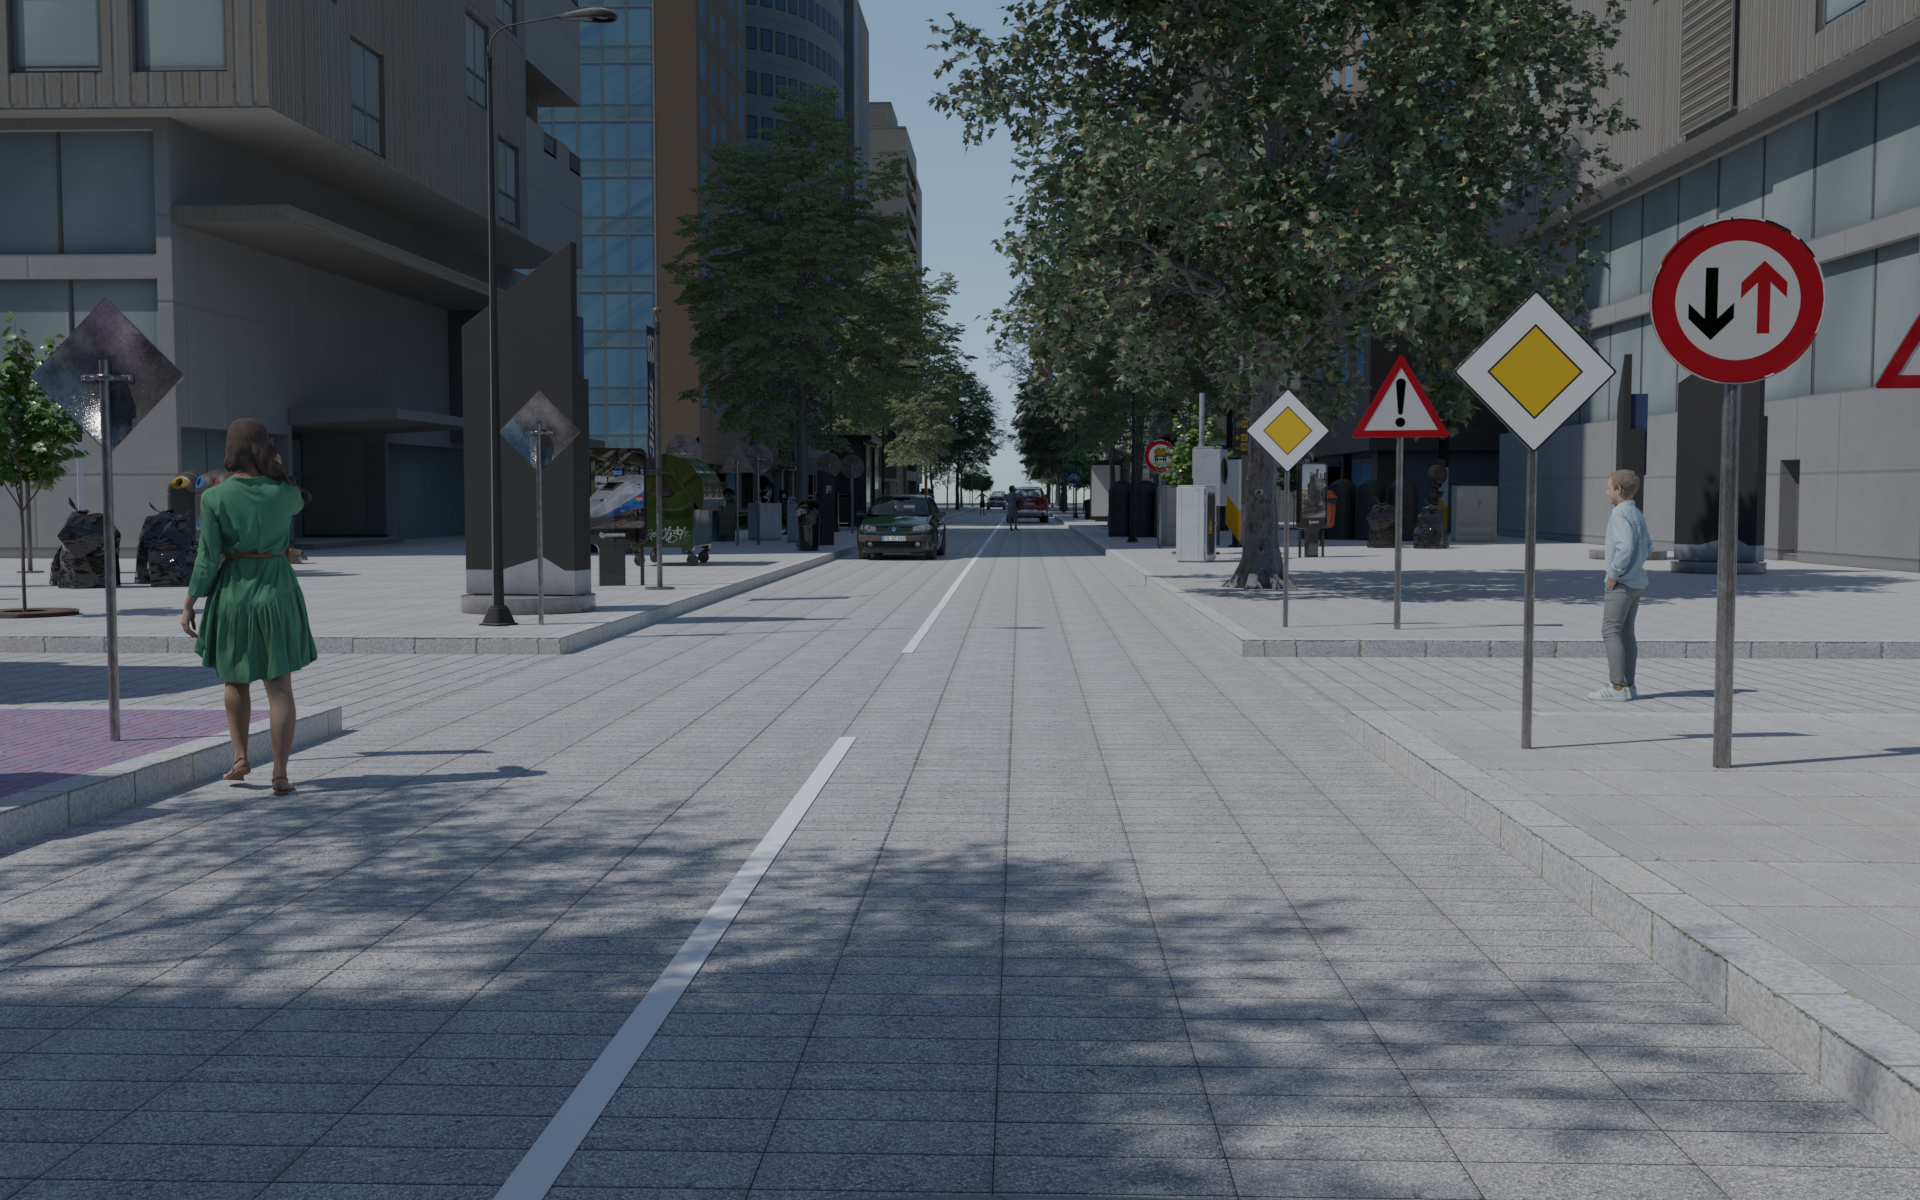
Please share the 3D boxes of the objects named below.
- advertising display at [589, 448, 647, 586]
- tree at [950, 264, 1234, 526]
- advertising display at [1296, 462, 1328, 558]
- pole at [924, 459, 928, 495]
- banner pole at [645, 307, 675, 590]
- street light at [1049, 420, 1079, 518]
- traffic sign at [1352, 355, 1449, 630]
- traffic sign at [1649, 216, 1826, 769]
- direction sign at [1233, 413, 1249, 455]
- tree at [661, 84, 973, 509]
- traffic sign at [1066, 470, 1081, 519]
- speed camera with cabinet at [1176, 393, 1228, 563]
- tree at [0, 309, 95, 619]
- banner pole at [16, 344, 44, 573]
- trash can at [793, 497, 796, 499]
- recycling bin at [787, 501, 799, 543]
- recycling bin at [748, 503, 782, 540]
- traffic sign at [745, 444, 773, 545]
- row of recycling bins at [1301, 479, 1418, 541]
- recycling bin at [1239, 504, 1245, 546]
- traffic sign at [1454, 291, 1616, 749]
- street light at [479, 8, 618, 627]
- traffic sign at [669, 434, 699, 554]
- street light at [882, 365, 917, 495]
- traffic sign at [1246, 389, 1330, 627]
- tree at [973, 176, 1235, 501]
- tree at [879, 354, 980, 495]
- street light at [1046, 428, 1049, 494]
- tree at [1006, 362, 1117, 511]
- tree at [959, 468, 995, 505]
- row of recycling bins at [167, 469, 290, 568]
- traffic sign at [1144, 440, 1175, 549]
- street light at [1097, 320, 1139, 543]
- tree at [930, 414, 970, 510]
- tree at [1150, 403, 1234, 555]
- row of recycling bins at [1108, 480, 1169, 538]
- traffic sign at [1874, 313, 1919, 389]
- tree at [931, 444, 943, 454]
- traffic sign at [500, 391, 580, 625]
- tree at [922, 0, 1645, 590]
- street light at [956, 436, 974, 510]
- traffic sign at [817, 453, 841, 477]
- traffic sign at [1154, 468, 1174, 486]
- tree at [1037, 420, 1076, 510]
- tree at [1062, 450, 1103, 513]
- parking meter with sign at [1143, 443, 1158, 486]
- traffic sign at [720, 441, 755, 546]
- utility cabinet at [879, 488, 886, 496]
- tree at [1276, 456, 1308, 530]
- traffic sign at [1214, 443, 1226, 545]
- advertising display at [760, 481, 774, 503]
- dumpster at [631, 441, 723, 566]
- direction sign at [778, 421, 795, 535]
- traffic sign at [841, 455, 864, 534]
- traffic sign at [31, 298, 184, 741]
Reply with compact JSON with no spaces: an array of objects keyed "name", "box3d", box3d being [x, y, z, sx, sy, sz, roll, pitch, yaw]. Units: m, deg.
[{"name":"advertising display","box3d":[-4.862,-1.159,24.160,0.974,1.923,0.123,-1,4,-19]},{"name":"tree","box3d":[6.103,-9.679,68.628,12.009,13.543,11.850,0,3,0]},{"name":"advertising display","box3d":[7.143,-1.832,35.163,0.123,1.923,0.974,3,5,44]},{"name":"pole","box3d":[-1.653,-5.529,84.240,0.158,3.312,0.155,0,3,0]},{"name":"banner pole","box3d":[-4.055,-2.017,22.994,0.401,3.779,0.863,0,4,3]},{"name":"street light","box3d":[5.603,-7.280,91.575,1.470,5.913,1.316,0,4,2]},{"name":"traffic sign","box3d":[4.140,-0.999,16.330,0.884,2.594,0.081,1,4,10]},{"name":"traffic sign","box3d":[3.577,-0.486,8.053,0.768,2.556,0.104,1,4,9]},{"name":"direction sign","box3d":[5.922,-2.628,34.960,0.876,3.537,0.379,-1,4,-12]},{"name":"tree","box3d":[-4.440,-7.950,48.114,7.486,12.596,7.792,0,3,0]},{"name":"traffic sign","box3d":[5.944,-5.527,90.467,0.768,2.556,0.104,1,4,9]},{"name":"speed camera with cabinet","box3d":[4.670,-2.380,33.253,0.660,3.252,2.038,1,4,20]},{"name":"tree","box3d":[-9.968,-1.451,18.323,1.663,3.219,1.824,0,3,0]},{"name":"banner pole","box3d":[-15.046,-2.318,27.914,0.401,3.779,0.863,-2,4,-28]},{"name":"trash can","box3d":[-8.595,-4.752,89.351,0.748,1.137,0.748,0,3,0]},{"name":"recycling bin","box3d":[-4.111,-2.044,45.970,0.722,1.027,0.722,-3,4,-36]},{"name":"recycling bin","box3d":[-5.453,-2.191,48.381,0.722,1.027,0.722,-2,4,-35]},{"name":"traffic sign","box3d":[-5.103,-2.671,43.783,0.768,2.556,0.104,1,4,10]},{"name":"row of recycling bins","box3d":[11.130,-2.524,48.387,3.534,1.692,1.069,3,5,41]},{"name":"recycling bin","box3d":[7.266,-1.841,42.654,0.722,1.027,0.722,3,4,37]},{"name":"traffic sign","box3d":[2.850,-0.307,8.662,0.795,2.450,0.064,0,4,2]},{"name":"street light","box3d":[-3.971,-2.703,16.733,1.470,5.913,1.316,0,4,2]},{"name":"traffic sign","box3d":[-5.893,-2.249,36.870,0.768,2.556,0.104,0,4,3]},{"name":"street light","box3d":[-2.245,-5.506,62.562,1.470,5.913,1.316,0,4,2]},{"name":"traffic sign","box3d":[3.135,-0.795,16.642,0.795,2.450,0.064,0,4,2]},{"name":"tree","box3d":[5.772,-8.297,53.787,7.486,12.596,7.792,0,3,0]},{"name":"tree","box3d":[-2.078,-11.059,115.220,7.601,10.594,8.767,1,4,16]},{"name":"street light","box3d":[6.759,-9.112,121.520,1.470,5.913,1.316,0,4,2]},{"name":"tree","box3d":[7.862,-13.769,131.777,9.857,13.997,8.962,0,3,0]},{"name":"tree","box3d":[1.259,-13.997,212.565,4.285,4.588,4.351,0,3,0]},{"name":"row of recycling bins","box3d":[-11.800,-1.275,27.960,1.069,1.692,3.534,-3,5,-42]},{"name":"traffic sign","box3d":[4.702,-2.483,40.699,0.768,2.556,0.104,0,4,3]},{"name":"street light","box3d":[4.045,-4.483,45.839,1.470,5.913,1.316,0,4,2]},{"name":"tree","box3d":[-1.188,-11.314,135.339,4.360,8.622,3.978,0,3,0]},{"name":"tree","box3d":[5.027,-2.592,36.980,1.663,3.219,1.824,0,3,0]},{"name":"row of recycling bins","box3d":[5.883,-2.700,51.255,3.534,1.692,1.069,3,5,40]},{"name":"traffic sign","box3d":[5.060,-0.536,8.761,0.884,2.594,0.081,0,4,6]},{"name":"tree","box3d":[0.094,-15.715,167.313,12.009,13.543,11.850,0,3,0]},{"name":"traffic sign","box3d":[-4.104,-0.812,16.920,0.795,2.450,0.064,0,4,2]},{"name":"tree","box3d":[4.163,-6.497,23.236,9.611,12.733,9.660,0,3,0]},{"name":"street light","box3d":[0.375,-10.186,139.088,1.470,5.913,1.316,0,4,2]},{"name":"traffic sign","box3d":[-4.070,-3.286,53.826,0.768,2.556,0.104,0,4,5]},{"name":"traffic sign","box3d":[5.683,-2.943,48.224,0.768,2.556,0.104,1,4,11]},{"name":"tree","box3d":[9.177,-12.672,157.543,4.737,8.622,4.395,0,3,0]},{"name":"tree","box3d":[8.287,-8.096,116.079,4.285,4.588,4.351,0,3,0]},{"name":"parking meter with sign","box3d":[6.987,-3.903,60.073,1.738,3.016,0.543,-1,4,-20]},{"name":"traffic sign","box3d":[-5.499,-2.616,42.781,0.884,2.594,0.081,1,4,9]},{"name":"utility cabinet","box3d":[-3.220,-3.627,67.978,0.318,1.500,1.173,-1,4,-22]},{"name":"tree","box3d":[12.059,-4.164,62.686,1.663,3.219,1.824,0,3,0]},{"name":"traffic sign","box3d":[6.495,-2.654,43.492,0.768,2.556,0.104,0,4,8]},{"name":"advertising display","box3d":[-9.646,-4.966,86.414,0.974,1.923,0.123,3,5,41]},{"name":"dumpster","box3d":[-5.223,-1.772,31.471,1.502,2.255,1.985,0,4,2]},{"name":"direction sign","box3d":[-5.430,-3.811,54.307,0.379,3.537,0.876,2,4,28]},{"name":"traffic sign","box3d":[-3.478,-3.411,55.874,0.768,2.556,0.104,0,4,5]},{"name":"traffic sign","box3d":[-4.389,-0.324,8.940,0.795,2.450,0.064,0,4,2]}]
